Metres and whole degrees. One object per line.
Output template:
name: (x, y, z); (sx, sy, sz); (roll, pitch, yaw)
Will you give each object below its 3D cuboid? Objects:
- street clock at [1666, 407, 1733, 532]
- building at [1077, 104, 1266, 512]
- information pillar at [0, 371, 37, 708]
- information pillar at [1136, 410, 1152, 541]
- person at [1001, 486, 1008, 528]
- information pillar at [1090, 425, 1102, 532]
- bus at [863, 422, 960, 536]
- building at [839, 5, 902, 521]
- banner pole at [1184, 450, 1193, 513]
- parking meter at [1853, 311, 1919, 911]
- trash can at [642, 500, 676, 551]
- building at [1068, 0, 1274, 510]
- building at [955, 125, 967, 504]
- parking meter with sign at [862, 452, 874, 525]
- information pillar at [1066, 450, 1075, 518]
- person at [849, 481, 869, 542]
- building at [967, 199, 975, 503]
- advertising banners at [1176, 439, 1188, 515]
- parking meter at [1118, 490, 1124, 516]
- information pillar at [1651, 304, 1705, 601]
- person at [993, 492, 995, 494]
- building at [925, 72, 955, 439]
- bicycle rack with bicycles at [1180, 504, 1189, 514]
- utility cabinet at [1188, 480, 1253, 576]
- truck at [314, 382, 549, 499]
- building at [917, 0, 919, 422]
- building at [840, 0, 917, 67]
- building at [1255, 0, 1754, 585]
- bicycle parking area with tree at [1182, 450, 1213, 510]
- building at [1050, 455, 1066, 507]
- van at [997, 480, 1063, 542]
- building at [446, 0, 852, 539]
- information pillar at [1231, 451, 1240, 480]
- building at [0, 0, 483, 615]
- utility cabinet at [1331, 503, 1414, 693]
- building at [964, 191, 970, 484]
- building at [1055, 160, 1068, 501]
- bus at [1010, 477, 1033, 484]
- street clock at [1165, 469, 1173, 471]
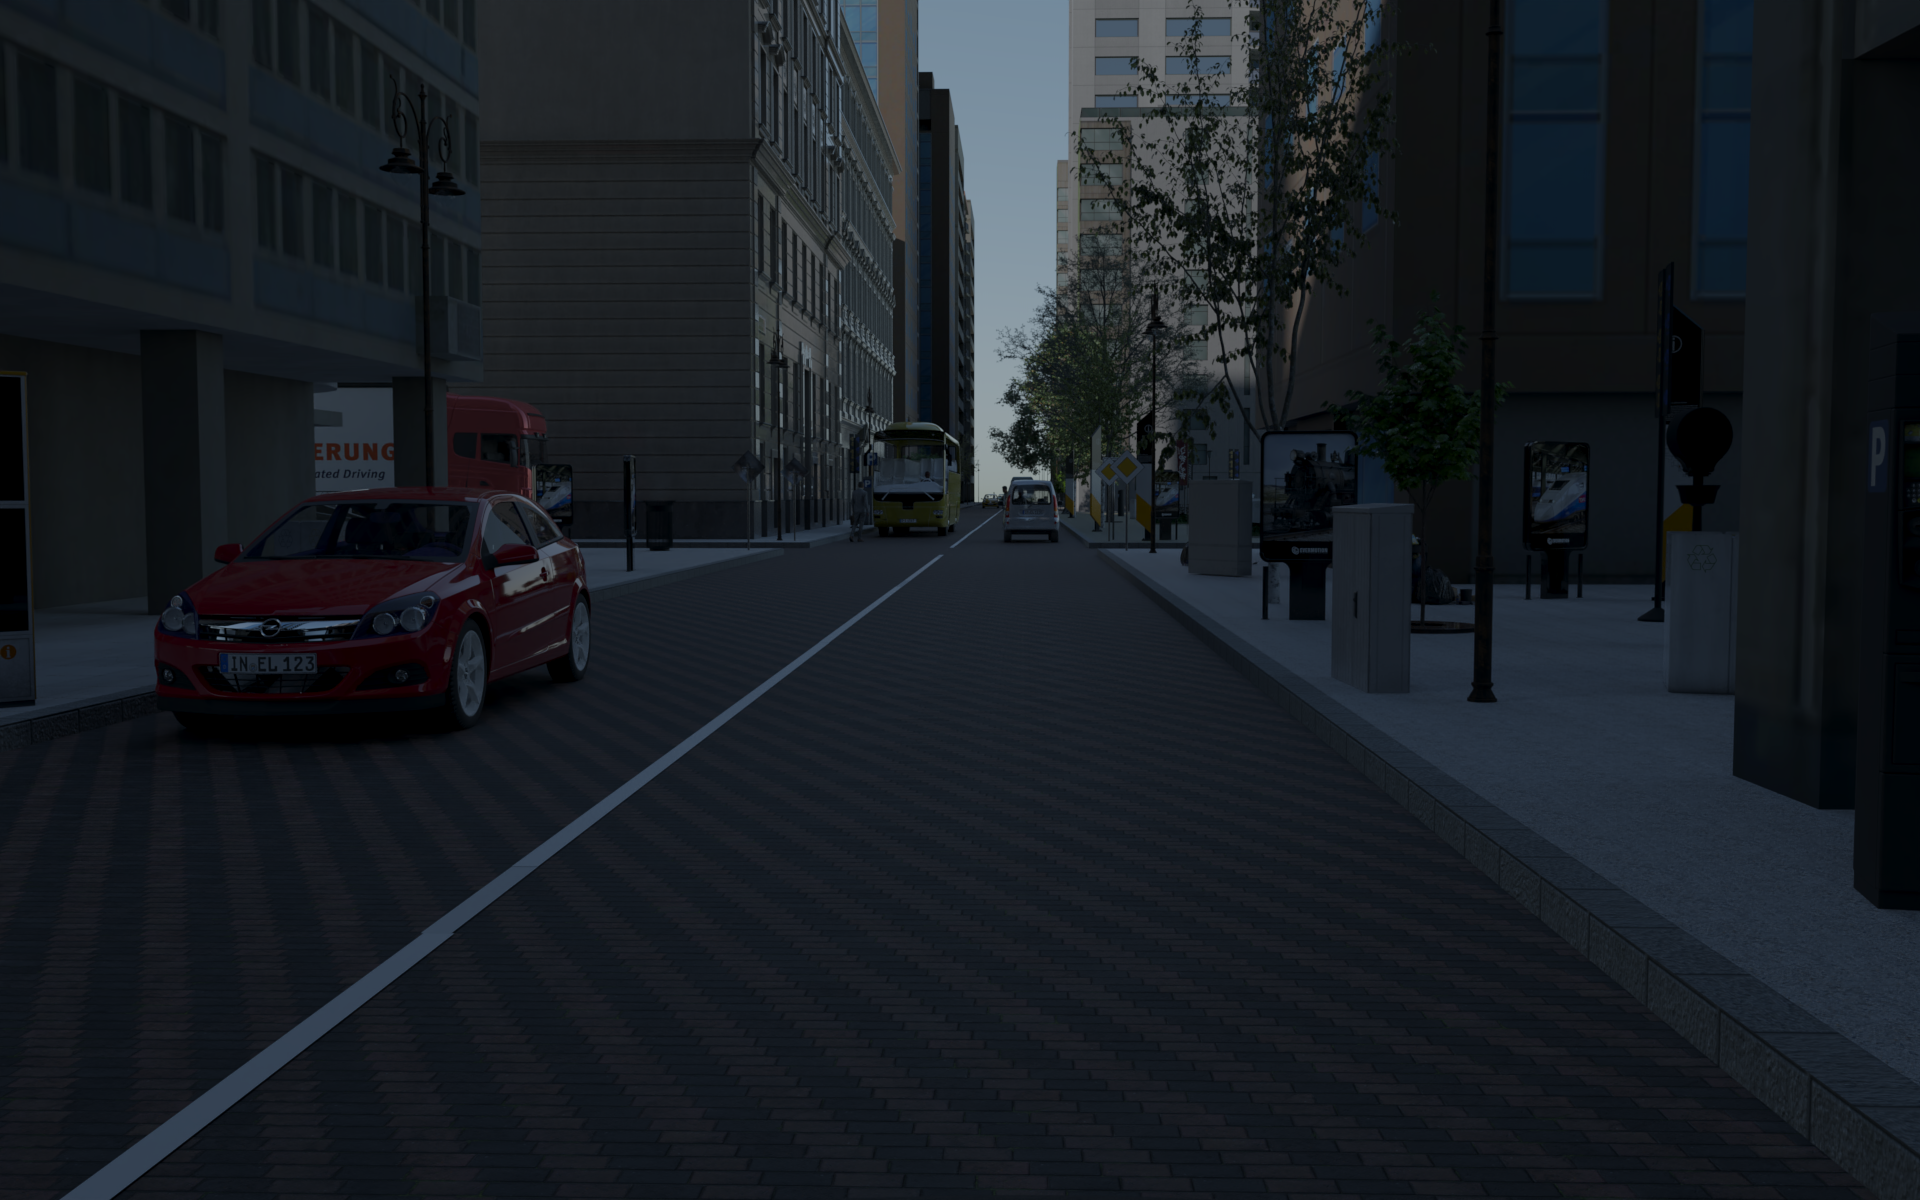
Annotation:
street clock: (6.190, -0.610, 14.547); (0.471, 2.002, 0.358); (0, 3, 0)
building: (15.957, -22.072, 132.575); (14.160, 30.474, 14.107); (0, 4, 2)
information pillar: (-5.805, -0.364, 10.439); (0.304, 2.012, 0.304); (3, 5, 45)
information pillar: (5.077, -3.428, 47.396); (0.504, 3.616, 0.183); (1, 4, 9)
person: (1.972, -3.913, 72.826); (0.721, 1.781, 0.623); (-3, 5, -39)
information pillar: (4.625, -4.138, 59.008); (0.183, 3.616, 0.504); (3, 5, 45)
bus: (-1.478, -4.342, 62.544); (2.896, 3.916, 12.252); (0, 4, 2)
building: (-13.011, -19.486, 95.015); (17.030, 29.872, 44.131); (0, 4, 2)
banner pole: (11.220, -5.825, 85.262); (0.401, 3.779, 0.863); (-2, 4, -29)
parking meter: (2.994, 0.019, 5.406); (0.255, 1.863, 0.399); (1, 4, 14)
trash can: (-6.787, -1.679, 39.104); (0.748, 1.137, 0.748); (0, 3, 0)
building: (20.046, -37.352, 152.705); (21.231, 58.520, 28.212); (0, 4, 2)
building: (-10.487, -36.320, 217.529); (21.300, 48.544, 21.600); (0, 4, 2)
parking meter with sign: (-3.805, -4.616, 71.728); (0.543, 3.016, 1.738); (0, 4, 6)
information pillar: (5.897, -6.206, 92.822); (0.504, 3.616, 0.183); (2, 4, 32)
person: (-3.020, -2.660, 52.106); (0.709, 1.813, 0.853); (2, 4, 23)
building: (-8.679, -39.507, 269.643); (21.300, 48.544, 21.600); (0, 4, 2)
advertising banners: (7.509, -3.557, 54.341); (0.090, 3.025, 2.074); (-3, 4, -37)
parking meter: (9.278, -5.588, 99.778); (0.372, 1.533, 0.369); (0, 3, 0)
information pillar: (8.557, -1.789, 20.603); (0.183, 3.616, 0.504); (-3, 5, -45)
person: (5.188, -15.794, 267.421); (1.217, 1.739, 0.721); (3, 4, 36)
building: (-7.737, -32.921, 188.373); (14.600, 45.320, 14.200); (0, 4, 2)
bicycle rack with bicycles: (12.346, -4.731, 90.740); (2.925, 0.926, 2.852); (2, 4, 27)
utility cabinet: (4.094, -1.134, 27.221); (0.318, 1.500, 1.173); (-2, 4, -32)
truck: (-15.424, -3.338, 43.494); (11.283, 4.237, 2.839); (0, 4, 1)
building: (-12.308, -44.773, 170.288); (20.563, 71.187, 20.611); (0, 4, 2)
building: (-10.518, -29.310, 129.335); (14.600, 45.320, 14.200); (0, 4, 2)
building: (13.154, -23.216, 29.695); (14.600, 45.320, 14.200); (0, 4, 2)
bicycle parking area with tree: (18.959, -7.784, 114.274); (8.231, 4.147, 9.016); (0, 4, 3)
building: (26.350, -23.915, 236.042); (27.650, 21.520, 28.899); (0, 4, 2)
van: (2.145, -2.792, 52.662); (2.013, 2.044, 4.112); (0, 4, 1)
building: (-11.015, -16.097, 60.444); (12.463, 27.353, 25.104); (0, 4, 2)
information pillar: (15.004, -6.302, 94.397); (0.504, 3.616, 0.183); (-1, 4, -10)
building: (-19.110, -20.045, 19.612); (23.993, 40.220, 32.217); (0, 4, 2)
utility cabinet: (2.744, -0.028, 11.618); (0.306, 1.237, 1.020); (0, 4, -1)
building: (-9.943, -36.030, 243.722); (22.147, 44.769, 28.867); (0, 4, 2)
building: (18.872, -32.456, 214.244); (14.154, 41.232, 14.086); (0, 4, 2)
bus: (6.933, -11.886, 189.202); (2.948, 3.499, 13.247); (0, 4, 3)
street clock: (6.098, -2.837, 50.954); (0.358, 2.002, 0.471); (-1, 4, -17)
